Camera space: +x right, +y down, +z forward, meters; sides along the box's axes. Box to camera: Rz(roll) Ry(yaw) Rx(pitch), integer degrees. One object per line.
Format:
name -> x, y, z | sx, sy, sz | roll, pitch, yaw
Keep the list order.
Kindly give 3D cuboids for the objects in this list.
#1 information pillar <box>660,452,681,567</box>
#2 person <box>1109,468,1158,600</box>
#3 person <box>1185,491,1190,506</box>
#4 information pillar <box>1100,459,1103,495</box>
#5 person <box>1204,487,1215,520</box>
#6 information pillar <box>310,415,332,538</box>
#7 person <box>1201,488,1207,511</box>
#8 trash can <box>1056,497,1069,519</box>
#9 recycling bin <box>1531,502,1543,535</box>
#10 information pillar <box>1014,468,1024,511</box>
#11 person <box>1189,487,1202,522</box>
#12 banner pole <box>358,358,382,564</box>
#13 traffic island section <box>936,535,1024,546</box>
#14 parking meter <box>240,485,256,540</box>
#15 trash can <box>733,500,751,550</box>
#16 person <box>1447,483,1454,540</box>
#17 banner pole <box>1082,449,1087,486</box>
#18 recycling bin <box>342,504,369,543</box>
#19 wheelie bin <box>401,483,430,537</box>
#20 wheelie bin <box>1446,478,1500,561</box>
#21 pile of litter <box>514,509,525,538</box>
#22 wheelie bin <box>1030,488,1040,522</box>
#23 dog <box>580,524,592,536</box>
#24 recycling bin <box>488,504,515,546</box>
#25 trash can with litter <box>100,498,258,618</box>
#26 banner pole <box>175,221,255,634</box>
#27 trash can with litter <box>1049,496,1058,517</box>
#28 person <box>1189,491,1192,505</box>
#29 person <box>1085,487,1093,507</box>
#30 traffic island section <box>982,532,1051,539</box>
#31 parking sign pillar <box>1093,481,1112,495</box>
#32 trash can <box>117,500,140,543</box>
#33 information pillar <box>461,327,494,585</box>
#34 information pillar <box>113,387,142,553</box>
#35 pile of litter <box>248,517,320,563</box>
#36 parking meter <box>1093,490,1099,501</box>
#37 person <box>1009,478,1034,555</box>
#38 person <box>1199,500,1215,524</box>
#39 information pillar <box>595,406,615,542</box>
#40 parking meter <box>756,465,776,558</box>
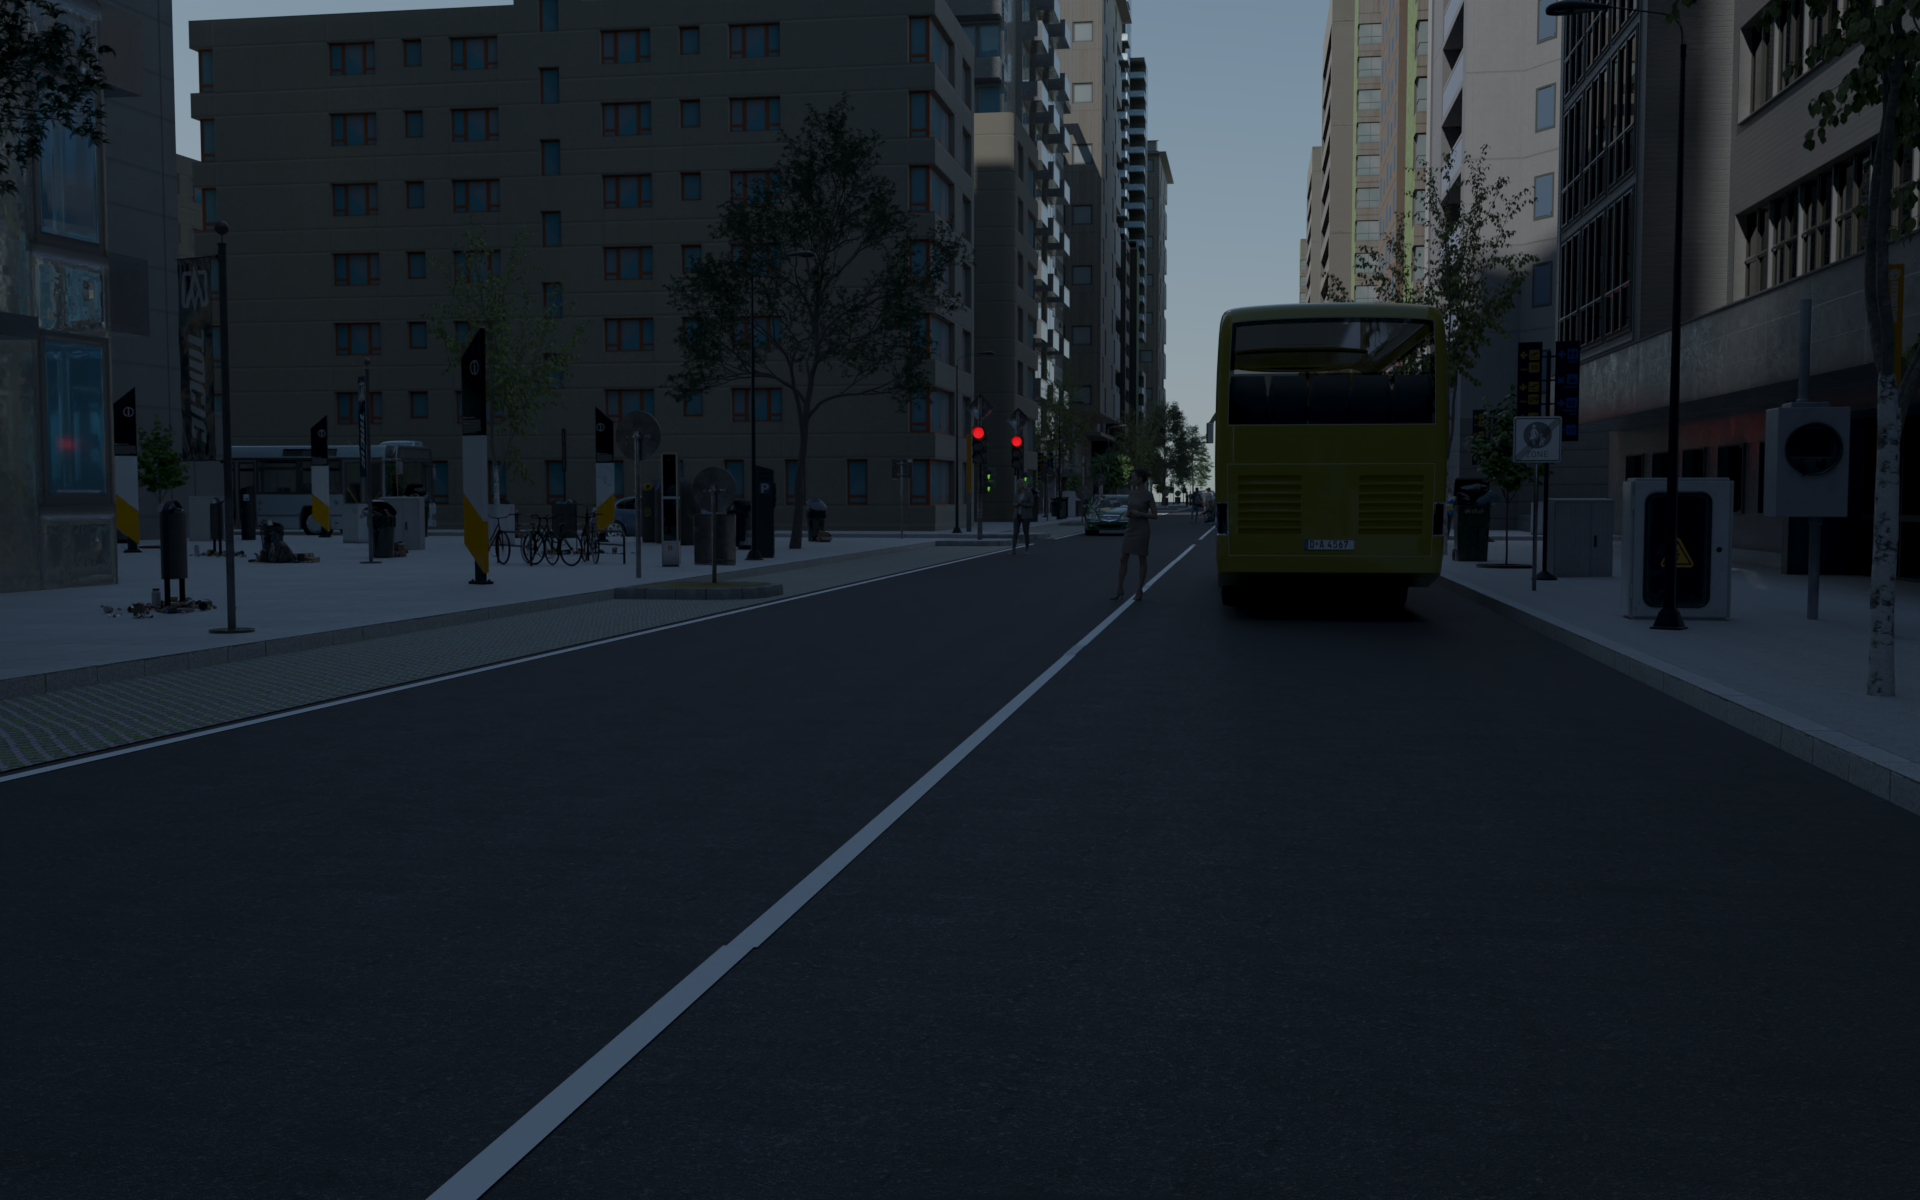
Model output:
information pillar -> -5.110, -1.597, 30.597 | 0.304, 2.012, 0.304 | 0, 4, -3
person -> 2.347, -0.888, 23.366 | 0.599, 1.781, 0.374 | 3, 5, 43
person -> 24.575, -10.864, 186.852 | 0.721, 1.736, 1.217 | 2, 4, 28
information pillar -> 9.433, -7.598, 115.588 | 0.183, 3.616, 0.504 | -1, 4, -10
person -> 13.412, -5.187, 93.537 | 0.641, 1.798, 0.478 | -1, 4, -22
information pillar -> -18.855, -3.653, 51.075 | 0.504, 3.616, 0.183 | 0, 4, -4
person -> 17.792, -7.165, 125.416 | 0.659, 1.850, 0.755 | 3, 4, 37
trash can -> 5.300, -4.775, 89.723 | 0.748, 1.137, 0.748 | 0, 3, 0
recycling bin -> 18.366, -2.563, 54.453 | 0.722, 1.027, 0.722 | 2, 4, 25
information pillar -> 2.658, -5.318, 78.296 | 0.504, 3.616, 0.183 | -2, 4, -32
person -> 11.903, -4.811, 87.506 | 0.623, 1.781, 0.721 | 0, 4, 3
banner pole -> -11.054, -2.580, 32.199 | 0.401, 3.779, 0.863 | -2, 4, -34
traffic island section -> 0.537, -1.611, 48.616 | 2.009, 0.180, 2.903 | 1, 4, 10
parking meter -> -19.830, -2.436, 48.242 | 0.372, 1.533, 0.369 | 0, 3, 0
trash can -> -4.916, -1.738, 40.064 | 0.748, 1.137, 0.748 | 0, 3, 0
person -> 14.733, -2.661, 52.191 | 0.537, 1.800, 0.526 | 0, 4, 7
banner pole -> 6.939, -6.525, 96.698 | 0.401, 3.779, 0.863 | -1, 4, -17
recycling bin -> -15.679, -2.009, 45.407 | 0.722, 1.027, 0.722 | 2, 4, 34
wheelie bin -> -16.162, -2.665, 51.481 | 0.693, 1.594, 0.980 | 2, 4, 26
wheelie bin -> 9.811, -1.541, 33.105 | 0.980, 1.594, 0.693 | 0, 4, 8
pile of litter -> -13.279, -2.238, 50.559 | 1.176, 0.858, 1.719 | -2, 4, -33
wheelie bin -> 3.339, -4.391, 79.695 | 0.693, 1.594, 0.980 | 0, 4, 3
dog -> -11.695, -2.163, 54.649 | 0.406, 0.507, 0.540 | 1, 4, 9
recycling bin -> -11.573, -1.867, 43.079 | 0.722, 1.027, 0.722 | 2, 4, 24
trash can with litter -> -8.798, -0.477, 18.856 | 1.678, 1.210, 2.233 | 0, 4, -7
banner pole -> -6.967, -1.595, 16.090 | 0.863, 3.779, 0.401 | 2, 4, 29
trash can with litter -> 5.382, -5.305, 98.129 | 0.624, 1.170, 1.055 | 1, 4, 9
person -> 28.966, -12.808, 218.000 | 1.348, 1.812, 0.705 | -3, 5, -41
person -> 6.102, -4.552, 83.175 | 0.600, 1.795, 0.529 | 0, 4, 7
traffic island section -> 1.862, -2.092, 56.491 | 2.009, 0.180, 2.903 | 1, 4, 10
parking sign pillar -> 10.430, -8.455, 126.710 | 1.447, 3.967, 1.447 | 1, 4, 20
trash can -> -21.754, -2.049, 45.149 | 0.748, 1.137, 0.748 | 0, 3, 0
information pillar -> -6.880, -2.033, 24.589 | 0.504, 3.616, 0.183 | 3, 5, 40
information pillar -> -18.157, -2.835, 37.713 | 0.504, 3.616, 0.183 | -3, 4, -36
pile of litter -> -12.780, -1.146, 32.695 | 1.176, 0.858, 1.719 | -3, 4, -37
parking meter -> 8.938, -6.457, 113.981 | 0.372, 1.533, 0.369 | 0, 3, 0
person -> 1.475, -1.974, 40.959 | 0.537, 1.800, 0.526 | 2, 4, 34
person -> 11.862, -4.163, 82.064 | 0.738, 1.151, 1.012 | -1, 4, -19
information pillar -> -9.489, -3.357, 46.238 | 0.504, 3.616, 0.183 | 0, 4, -1
parking meter -> -3.895, -1.779, 34.798 | 0.399, 1.863, 0.255 | 0, 4, -1
